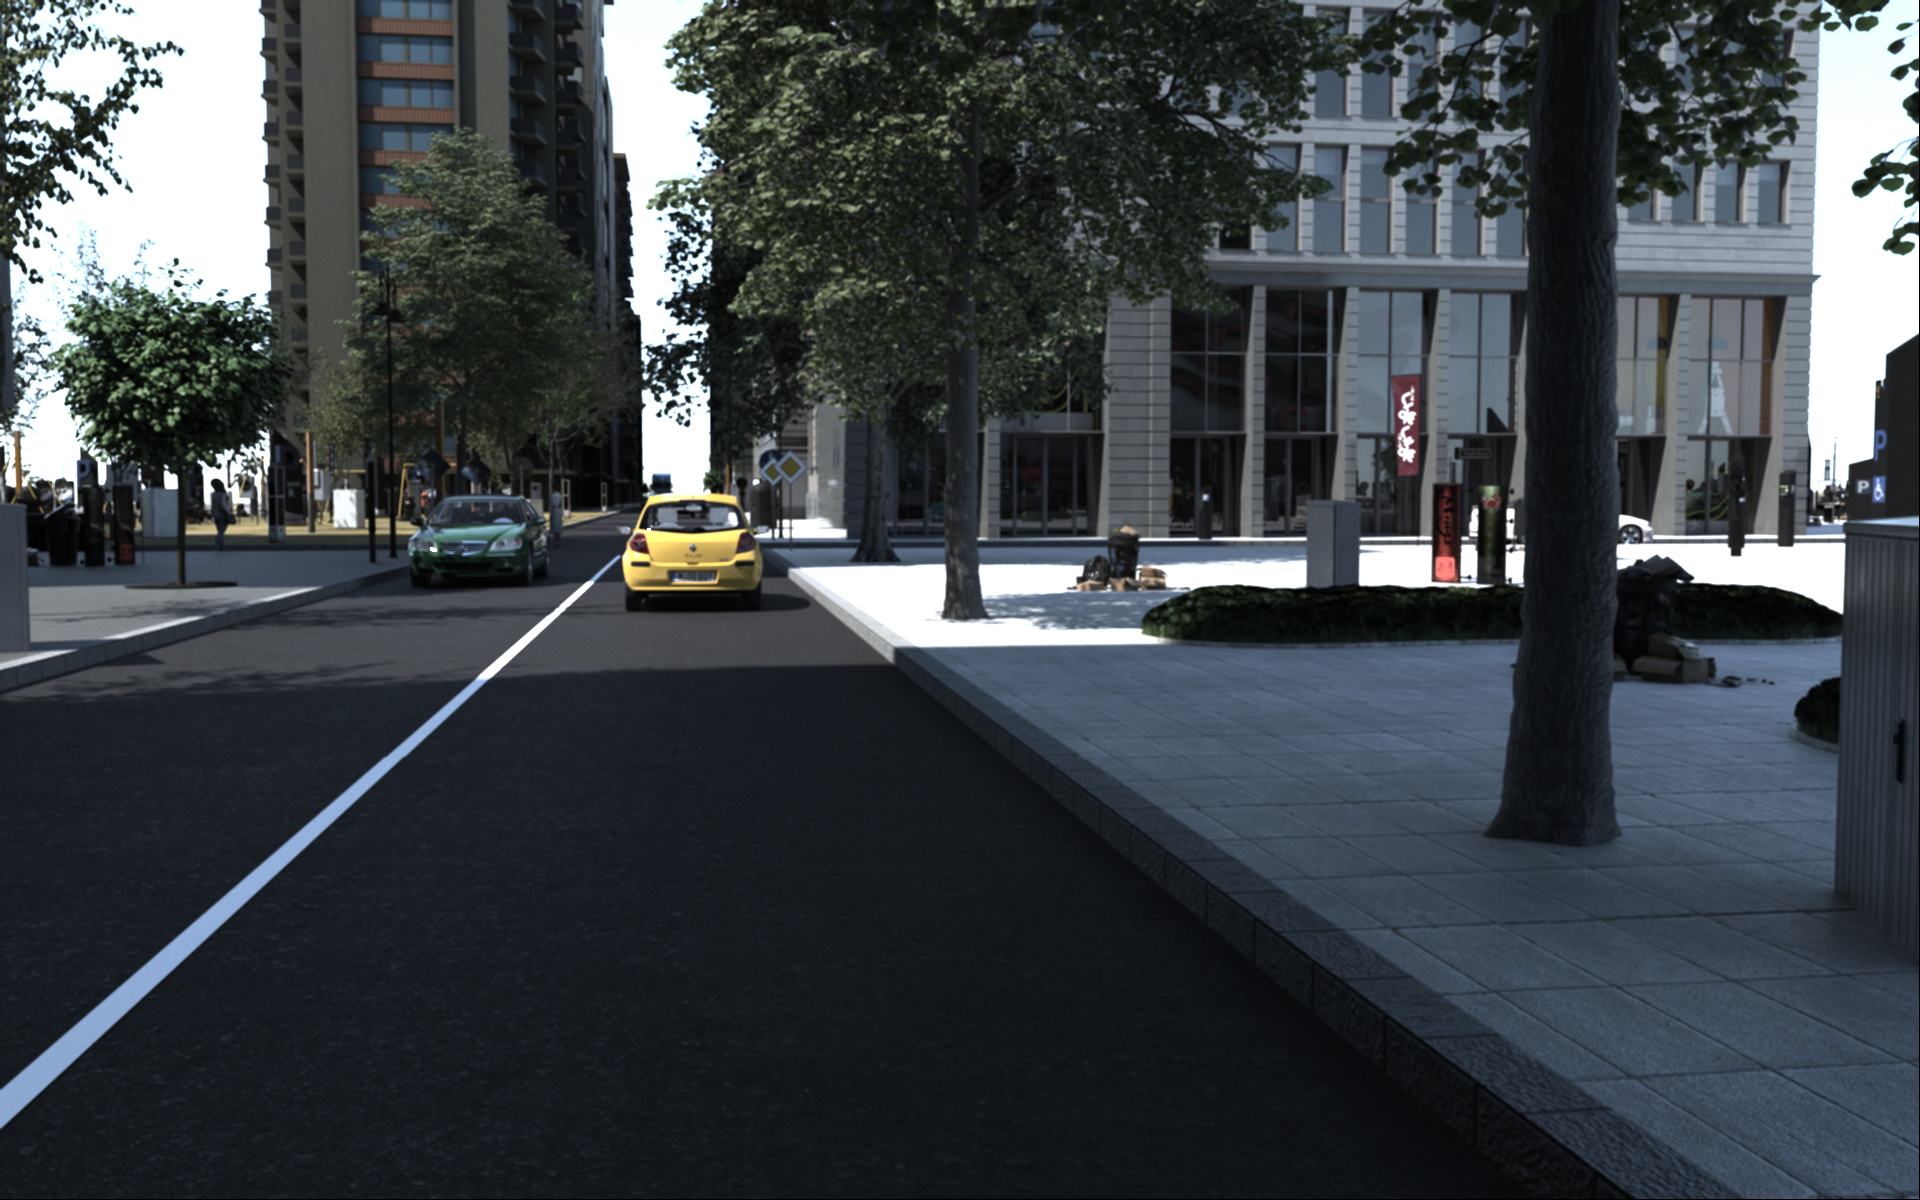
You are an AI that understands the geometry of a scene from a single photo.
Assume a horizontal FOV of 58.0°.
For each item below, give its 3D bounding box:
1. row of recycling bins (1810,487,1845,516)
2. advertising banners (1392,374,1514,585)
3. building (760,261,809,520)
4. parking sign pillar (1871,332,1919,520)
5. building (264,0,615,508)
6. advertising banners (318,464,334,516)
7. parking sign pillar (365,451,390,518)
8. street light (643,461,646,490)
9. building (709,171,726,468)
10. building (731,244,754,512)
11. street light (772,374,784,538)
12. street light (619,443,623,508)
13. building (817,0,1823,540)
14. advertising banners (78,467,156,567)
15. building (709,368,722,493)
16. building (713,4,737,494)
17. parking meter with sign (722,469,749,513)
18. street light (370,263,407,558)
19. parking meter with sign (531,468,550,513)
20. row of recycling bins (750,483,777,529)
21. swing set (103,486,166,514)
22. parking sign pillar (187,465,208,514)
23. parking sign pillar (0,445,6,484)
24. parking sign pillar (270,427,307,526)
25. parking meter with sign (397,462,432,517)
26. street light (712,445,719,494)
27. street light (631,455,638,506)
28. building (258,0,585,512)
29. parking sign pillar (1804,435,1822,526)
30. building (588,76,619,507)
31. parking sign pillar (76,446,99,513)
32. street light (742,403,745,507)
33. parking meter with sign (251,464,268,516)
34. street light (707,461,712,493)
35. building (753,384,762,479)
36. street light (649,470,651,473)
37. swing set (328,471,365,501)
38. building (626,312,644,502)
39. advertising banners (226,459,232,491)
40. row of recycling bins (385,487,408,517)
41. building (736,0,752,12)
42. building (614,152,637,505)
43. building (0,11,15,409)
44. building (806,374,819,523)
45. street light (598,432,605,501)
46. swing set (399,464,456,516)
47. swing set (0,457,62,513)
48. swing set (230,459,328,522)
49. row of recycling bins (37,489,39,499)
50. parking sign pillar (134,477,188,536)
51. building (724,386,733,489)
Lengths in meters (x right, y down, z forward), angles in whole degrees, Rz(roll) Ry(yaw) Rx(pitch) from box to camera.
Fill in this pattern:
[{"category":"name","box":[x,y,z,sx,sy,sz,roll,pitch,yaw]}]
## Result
[{"category":"row of recycling bins","box":[50.594,-5.715,100.553,3.534,1.692,1.069,1,4,16]},{"category":"advertising banners","box":[7.023,-1.754,24.860,0.090,3.025,2.074,-3,4,-39]},{"category":"building","box":[-5.941,-15.037,95.006,9.793,20.994,18.267,-1,4,-9]},{"category":"parking sign pillar","box":[12.673,-2.087,22.598,1.447,3.967,1.447,0,4,3]},{"category":"building","box":[-46.660,-34.886,159.629,28.713,52.752,27.495,-1,4,-9]},{"category":"advertising banners","box":[-36.382,-6.384,100.560,0.090,3.025,2.074,2,4,33]},{"category":"parking sign pillar","box":[-31.103,-6.337,92.090,1.447,3.967,1.447,3,5,43]},{"category":"street light","box":[-43.575,-16.304,239.364,0.468,5.910,1.993,-1,4,-9]},{"category":"building","box":[-22.071,-35.259,231.105,22.147,44.769,28.867,-1,4,-9]},{"category":"building","box":[-10.459,-22.063,132.425,14.160,30.474,14.107,-1,4,-9]},{"category":"street light","box":[-5.270,-4.770,50.782,0.468,5.910,1.993,-1,4,-9]},{"category":"street light","box":[-30.714,-11.281,157.238,0.468,5.910,1.993,-1,4,-9]},{"category":"building","box":[10.542,-16.986,55.206,29.804,29.767,11.434,-1,4,-9]},{"category":"advertising banners","box":[-15.239,-2.158,31.471,0.090,3.025,2.074,1,4,14]},{"category":"building","box":[-32.350,-30.628,272.467,14.160,30.474,14.107,-1,4,-9]},{"category":"building","box":[-26.300,-49.932,254.631,20.563,71.187,20.611,-1,4,-9]},{"category":"parking meter with sign","box":[-15.338,-7.475,118.478,1.738,3.016,0.543,1,4,9]},{"category":"street light","box":[-11.439,-3.792,34.792,0.468,5.910,1.993,-1,4,-9]},{"category":"parking meter with sign","box":[-28.701,-7.409,117.404,1.738,3.016,0.543,0,4,-7]},{"category":"row of recycling bins","box":[-7.342,-3.523,64.714,1.069,1.692,3.534,0,4,-5]},{"category":"swing set","box":[-48.824,-6.431,102.770,2.862,2.851,3.119,1,4,22]},{"category":"parking sign pillar","box":[-47.162,-7.231,106.700,1.447,3.967,1.447,1,4,13]},{"category":"parking sign pillar","box":[-52.315,-6.445,93.849,1.447,3.967,1.447,0,4,8]},{"category":"parking sign pillar","box":[-26.873,-4.933,69.127,1.447,3.967,1.447,2,4,24]},{"category":"parking meter with sign","box":[-29.833,-6.022,94.723,1.738,3.016,0.543,-1,4,-13]},{"category":"street light","box":[-22.627,-11.529,161.284,0.468,5.910,1.993,-1,4,-9]},{"category":"street light","box":[-36.441,-13.481,193.208,0.468,5.910,1.993,-1,4,-9]},{"category":"building","box":[-40.159,-29.198,132.013,22.147,44.769,28.867,-1,4,-9]},{"category":"parking sign pillar","box":[33.825,-4.955,69.478,1.447,3.967,1.447,1,4,19]},{"category":"building","box":[-43.414,-32.499,181.477,14.600,45.320,14.200,-1,4,-9]},{"category":"parking sign pillar","box":[-48.886,-6.641,97.058,1.447,3.967,1.447,2,4,24]},{"category":"street light","box":[-10.751,-6.924,86.001,0.468,5.910,1.993,-1,4,-9]},{"category":"parking meter with sign","box":[-40.451,-6.414,101.135,1.738,3.016,0.543,1,4,12]},{"category":"street light","box":[-28.085,-13.677,196.399,0.468,5.910,1.993,-1,4,-9]},{"category":"building","box":[-8.056,-15.829,113.561,10.420,20.320,16.860,-1,4,-9]},{"category":"street light","box":[-49.269,-18.504,275.320,0.468,5.910,1.993,-1,4,-9]},{"category":"swing set","box":[-40.488,-7.254,116.226,3.119,2.851,2.862,0,4,7]},{"category":"building","box":[-56.149,-30.264,266.515,14.160,30.474,14.107,-1,4,-9]},{"category":"advertising banners","box":[-36.633,-5.490,85.952,0.090,3.025,2.074,0,4,7]},{"category":"row of recycling bins","box":[-32.462,-5.601,98.682,3.534,1.692,1.069,1,4,17]},{"category":"building","box":[-8.962,-30.565,154.366,22.147,44.769,28.867,-1,4,-9]},{"category":"building","box":[-52.117,-34.303,215.480,22.147,44.769,28.867,-1,4,-9]},{"category":"building","box":[-23.853,-20.955,26.212,14.086,41.232,14.154,-1,4,-9]},{"category":"building","box":[0.304,-17.541,74.189,14.401,28.519,23.554,-1,4,-9]},{"category":"street light","box":[-25.242,-9.134,122.126,0.468,5.910,1.993,-1,4,-9]},{"category":"swing set","box":[-27.704,-5.687,90.606,3.119,2.851,2.862,0,4,-4]},{"category":"swing set","box":[-40.367,-4.712,74.668,2.862,2.851,3.119,-1,4,-10]},{"category":"swing set","box":[-31.084,-4.957,78.666,3.119,2.851,2.862,1,4,20]},{"category":"row of recycling bins","box":[-53.524,-5.586,98.442,1.069,1.692,3.534,0,4,0]},{"category":"parking sign pillar","box":[-24.745,-3.965,53.299,1.447,3.967,1.447,-2,4,-28]},{"category":"building","box":[-10.836,-20.729,183.963,27.650,21.520,28.899,-1,4,-9]}]
